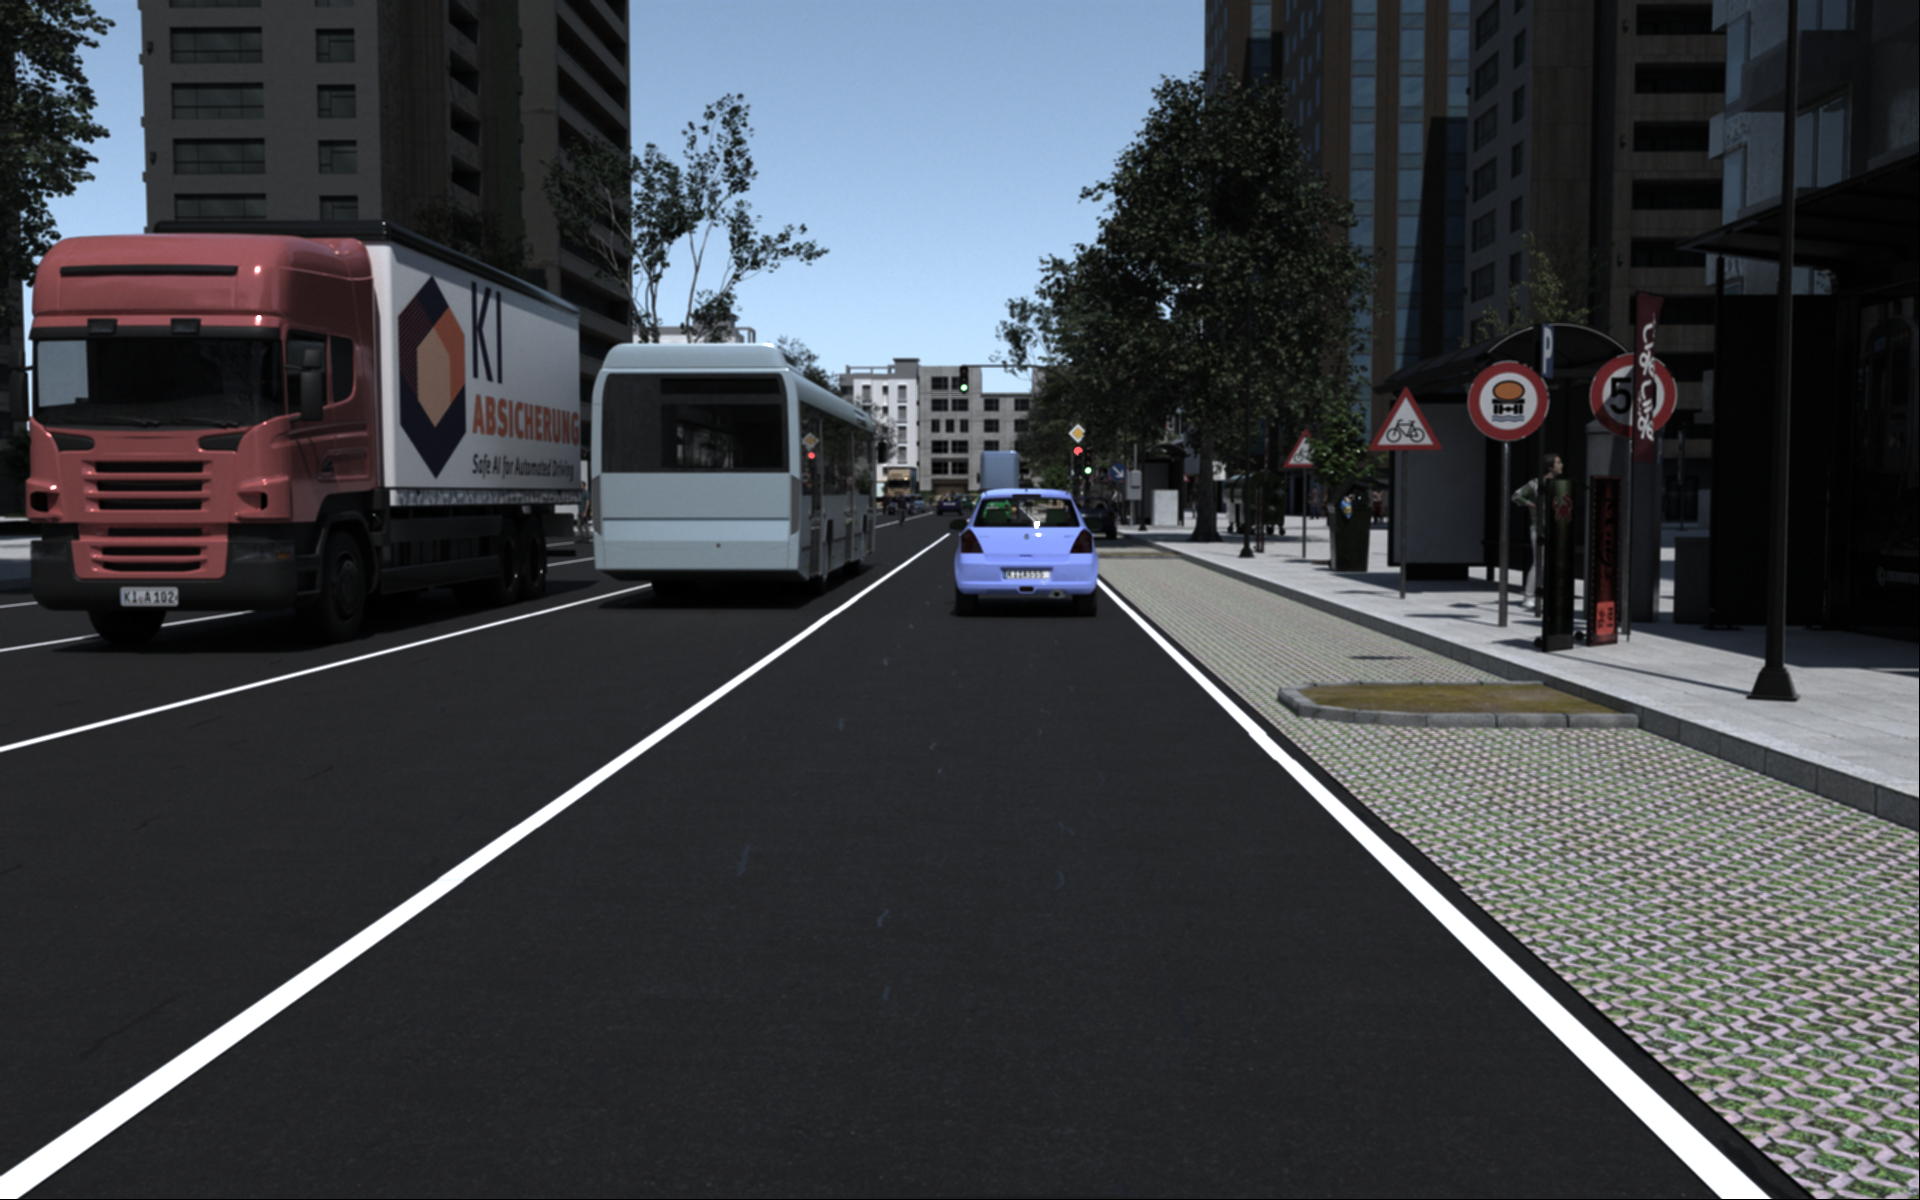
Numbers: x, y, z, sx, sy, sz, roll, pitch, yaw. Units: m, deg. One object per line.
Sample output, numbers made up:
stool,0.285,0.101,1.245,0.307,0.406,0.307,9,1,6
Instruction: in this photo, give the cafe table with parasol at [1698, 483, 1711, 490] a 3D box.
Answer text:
cafe table with parasol,24.619,-3.029,54.394,2.610,1.966,2.610,2,4,31

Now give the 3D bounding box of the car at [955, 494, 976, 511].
car,0.261,-8.361,148.503,2.131,1.459,4.920,0,4,2

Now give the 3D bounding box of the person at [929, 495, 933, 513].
person,-2.218,-7.273,131.323,0.340,1.345,0.435,-2,4,-29

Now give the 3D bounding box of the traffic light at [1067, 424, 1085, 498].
traffic light,4.672,-4.894,68.934,0.839,4.253,0.868,0,4,2

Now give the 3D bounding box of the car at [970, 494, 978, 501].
car,1.377,-10.148,176.136,2.015,1.641,3.980,0,4,2

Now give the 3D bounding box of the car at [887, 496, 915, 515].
car,-4.063,-6.595,120.406,1.945,1.354,3.894,0,4,2

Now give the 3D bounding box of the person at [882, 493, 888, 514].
person,-5.323,-6.905,123.660,0.482,1.546,0.388,-2,4,-23

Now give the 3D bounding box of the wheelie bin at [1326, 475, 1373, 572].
wheelie bin,6.453,-1.268,28.635,0.693,1.594,0.980,0,4,1

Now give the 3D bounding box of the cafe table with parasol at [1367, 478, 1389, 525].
cafe table with parasol,16.949,-4.111,72.076,2.610,1.966,2.610,1,4,11

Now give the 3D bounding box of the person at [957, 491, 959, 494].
person,-0.125,-11.913,203.142,0.599,1.838,0.709,1,4,8

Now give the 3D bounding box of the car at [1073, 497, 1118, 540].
car,4.125,-2.630,55.587,1.945,1.354,3.894,0,4,3

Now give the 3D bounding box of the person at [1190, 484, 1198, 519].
person,12.346,-5.180,90.862,0.598,1.807,0.434,0,4,7

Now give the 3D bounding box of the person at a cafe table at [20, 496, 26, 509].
person at a cafe table,-53.622,-5.629,100.547,1.698,1.524,1.622,3,5,39

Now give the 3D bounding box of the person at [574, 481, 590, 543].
person,-11.016,-2.561,50.508,0.434,1.807,0.598,-1,4,-22

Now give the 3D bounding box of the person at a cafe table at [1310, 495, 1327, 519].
person at a cafe table,19.291,-4.910,91.138,1.698,1.238,1.726,1,4,12

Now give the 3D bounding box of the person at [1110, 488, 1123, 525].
person,6.529,-3.936,72.614,0.590,1.554,0.614,3,5,44

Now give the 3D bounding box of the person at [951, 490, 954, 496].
person,-0.722,-8.978,155.302,0.705,1.822,1.348,0,4,7

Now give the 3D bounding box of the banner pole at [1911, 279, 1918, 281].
banner pole,8.908,-1.590,16.007,0.401,3.779,0.863,0,4,1

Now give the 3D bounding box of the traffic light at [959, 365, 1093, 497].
traffic light,2.365,-5.272,60.866,4.771,5.953,1.251,0,4,2

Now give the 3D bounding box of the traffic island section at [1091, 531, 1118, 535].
traffic island section,4.498,-2.372,61.064,2.009,0.180,2.903,0,4,2

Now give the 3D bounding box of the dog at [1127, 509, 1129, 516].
dog,9.159,-4.895,96.864,0.406,0.507,0.540,3,4,39

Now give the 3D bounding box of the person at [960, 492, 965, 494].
person,0.233,-12.039,206.133,0.742,1.727,0.445,-1,4,-12

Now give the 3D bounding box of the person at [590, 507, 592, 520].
person,-18.144,-4.351,85.110,0.695,0.859,0.347,2,4,31

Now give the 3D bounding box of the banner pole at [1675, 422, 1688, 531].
banner pole,25.111,-4.300,60.318,0.401,3.779,0.863,3,5,39

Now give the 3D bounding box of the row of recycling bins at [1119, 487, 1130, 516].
row of recycling bins,10.016,-5.748,101.089,1.069,1.692,3.534,-2,4,-25

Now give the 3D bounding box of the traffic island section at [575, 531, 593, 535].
traffic island section,-12.357,-2.400,61.518,2.009,0.180,2.903,0,4,2

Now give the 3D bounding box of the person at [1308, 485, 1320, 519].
person,18.030,-4.978,88.246,0.655,1.722,0.431,-2,4,-30

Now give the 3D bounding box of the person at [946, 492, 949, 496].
person,-1.533,-12.969,221.479,0.436,1.711,0.756,1,4,12

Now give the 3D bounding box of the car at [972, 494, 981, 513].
car,1.485,-4.249,78.260,1.959,1.807,4.718,0,4,2

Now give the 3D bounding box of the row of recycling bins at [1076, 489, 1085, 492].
row of recycling bins,10.798,-8.354,143.697,3.534,1.692,1.069,1,4,13

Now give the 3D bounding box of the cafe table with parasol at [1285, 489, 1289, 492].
cafe table with parasol,18.036,-5.929,101.811,2.610,1.966,2.610,0,4,5

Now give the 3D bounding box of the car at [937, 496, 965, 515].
car,-0.641,-6.403,117.273,1.945,1.354,3.894,0,4,2

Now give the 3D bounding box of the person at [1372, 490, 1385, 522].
person,19.515,-4.481,80.773,0.517,1.644,0.566,-1,4,-16

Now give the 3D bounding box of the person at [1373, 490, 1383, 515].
person,22.026,-5.059,91.222,0.523,1.526,0.387,-1,4,-14

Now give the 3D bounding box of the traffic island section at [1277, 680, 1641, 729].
traffic island section,3.168,0.694,11.521,1.991,0.108,1.994,0,4,2

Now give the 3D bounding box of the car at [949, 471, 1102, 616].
car,0.821,-0.736,21.618,1.945,1.707,3.694,0,4,2

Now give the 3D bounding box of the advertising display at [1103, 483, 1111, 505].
advertising display,8.292,-5.588,96.574,0.123,1.923,0.974,-2,4,-32

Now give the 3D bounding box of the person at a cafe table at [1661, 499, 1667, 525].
person at a cafe table,28.322,-3.845,71.377,1.622,1.524,1.698,-1,4,-19

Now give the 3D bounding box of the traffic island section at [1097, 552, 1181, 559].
traffic island section,3.914,-0.991,39.076,1.991,0.108,1.994,0,4,2

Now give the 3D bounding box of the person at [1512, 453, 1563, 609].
person,6.588,-0.780,19.512,0.841,1.734,0.376,-2,4,-30

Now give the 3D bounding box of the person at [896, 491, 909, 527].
person,-2.492,-3.972,75.644,0.569,1.553,0.471,0,4,5
